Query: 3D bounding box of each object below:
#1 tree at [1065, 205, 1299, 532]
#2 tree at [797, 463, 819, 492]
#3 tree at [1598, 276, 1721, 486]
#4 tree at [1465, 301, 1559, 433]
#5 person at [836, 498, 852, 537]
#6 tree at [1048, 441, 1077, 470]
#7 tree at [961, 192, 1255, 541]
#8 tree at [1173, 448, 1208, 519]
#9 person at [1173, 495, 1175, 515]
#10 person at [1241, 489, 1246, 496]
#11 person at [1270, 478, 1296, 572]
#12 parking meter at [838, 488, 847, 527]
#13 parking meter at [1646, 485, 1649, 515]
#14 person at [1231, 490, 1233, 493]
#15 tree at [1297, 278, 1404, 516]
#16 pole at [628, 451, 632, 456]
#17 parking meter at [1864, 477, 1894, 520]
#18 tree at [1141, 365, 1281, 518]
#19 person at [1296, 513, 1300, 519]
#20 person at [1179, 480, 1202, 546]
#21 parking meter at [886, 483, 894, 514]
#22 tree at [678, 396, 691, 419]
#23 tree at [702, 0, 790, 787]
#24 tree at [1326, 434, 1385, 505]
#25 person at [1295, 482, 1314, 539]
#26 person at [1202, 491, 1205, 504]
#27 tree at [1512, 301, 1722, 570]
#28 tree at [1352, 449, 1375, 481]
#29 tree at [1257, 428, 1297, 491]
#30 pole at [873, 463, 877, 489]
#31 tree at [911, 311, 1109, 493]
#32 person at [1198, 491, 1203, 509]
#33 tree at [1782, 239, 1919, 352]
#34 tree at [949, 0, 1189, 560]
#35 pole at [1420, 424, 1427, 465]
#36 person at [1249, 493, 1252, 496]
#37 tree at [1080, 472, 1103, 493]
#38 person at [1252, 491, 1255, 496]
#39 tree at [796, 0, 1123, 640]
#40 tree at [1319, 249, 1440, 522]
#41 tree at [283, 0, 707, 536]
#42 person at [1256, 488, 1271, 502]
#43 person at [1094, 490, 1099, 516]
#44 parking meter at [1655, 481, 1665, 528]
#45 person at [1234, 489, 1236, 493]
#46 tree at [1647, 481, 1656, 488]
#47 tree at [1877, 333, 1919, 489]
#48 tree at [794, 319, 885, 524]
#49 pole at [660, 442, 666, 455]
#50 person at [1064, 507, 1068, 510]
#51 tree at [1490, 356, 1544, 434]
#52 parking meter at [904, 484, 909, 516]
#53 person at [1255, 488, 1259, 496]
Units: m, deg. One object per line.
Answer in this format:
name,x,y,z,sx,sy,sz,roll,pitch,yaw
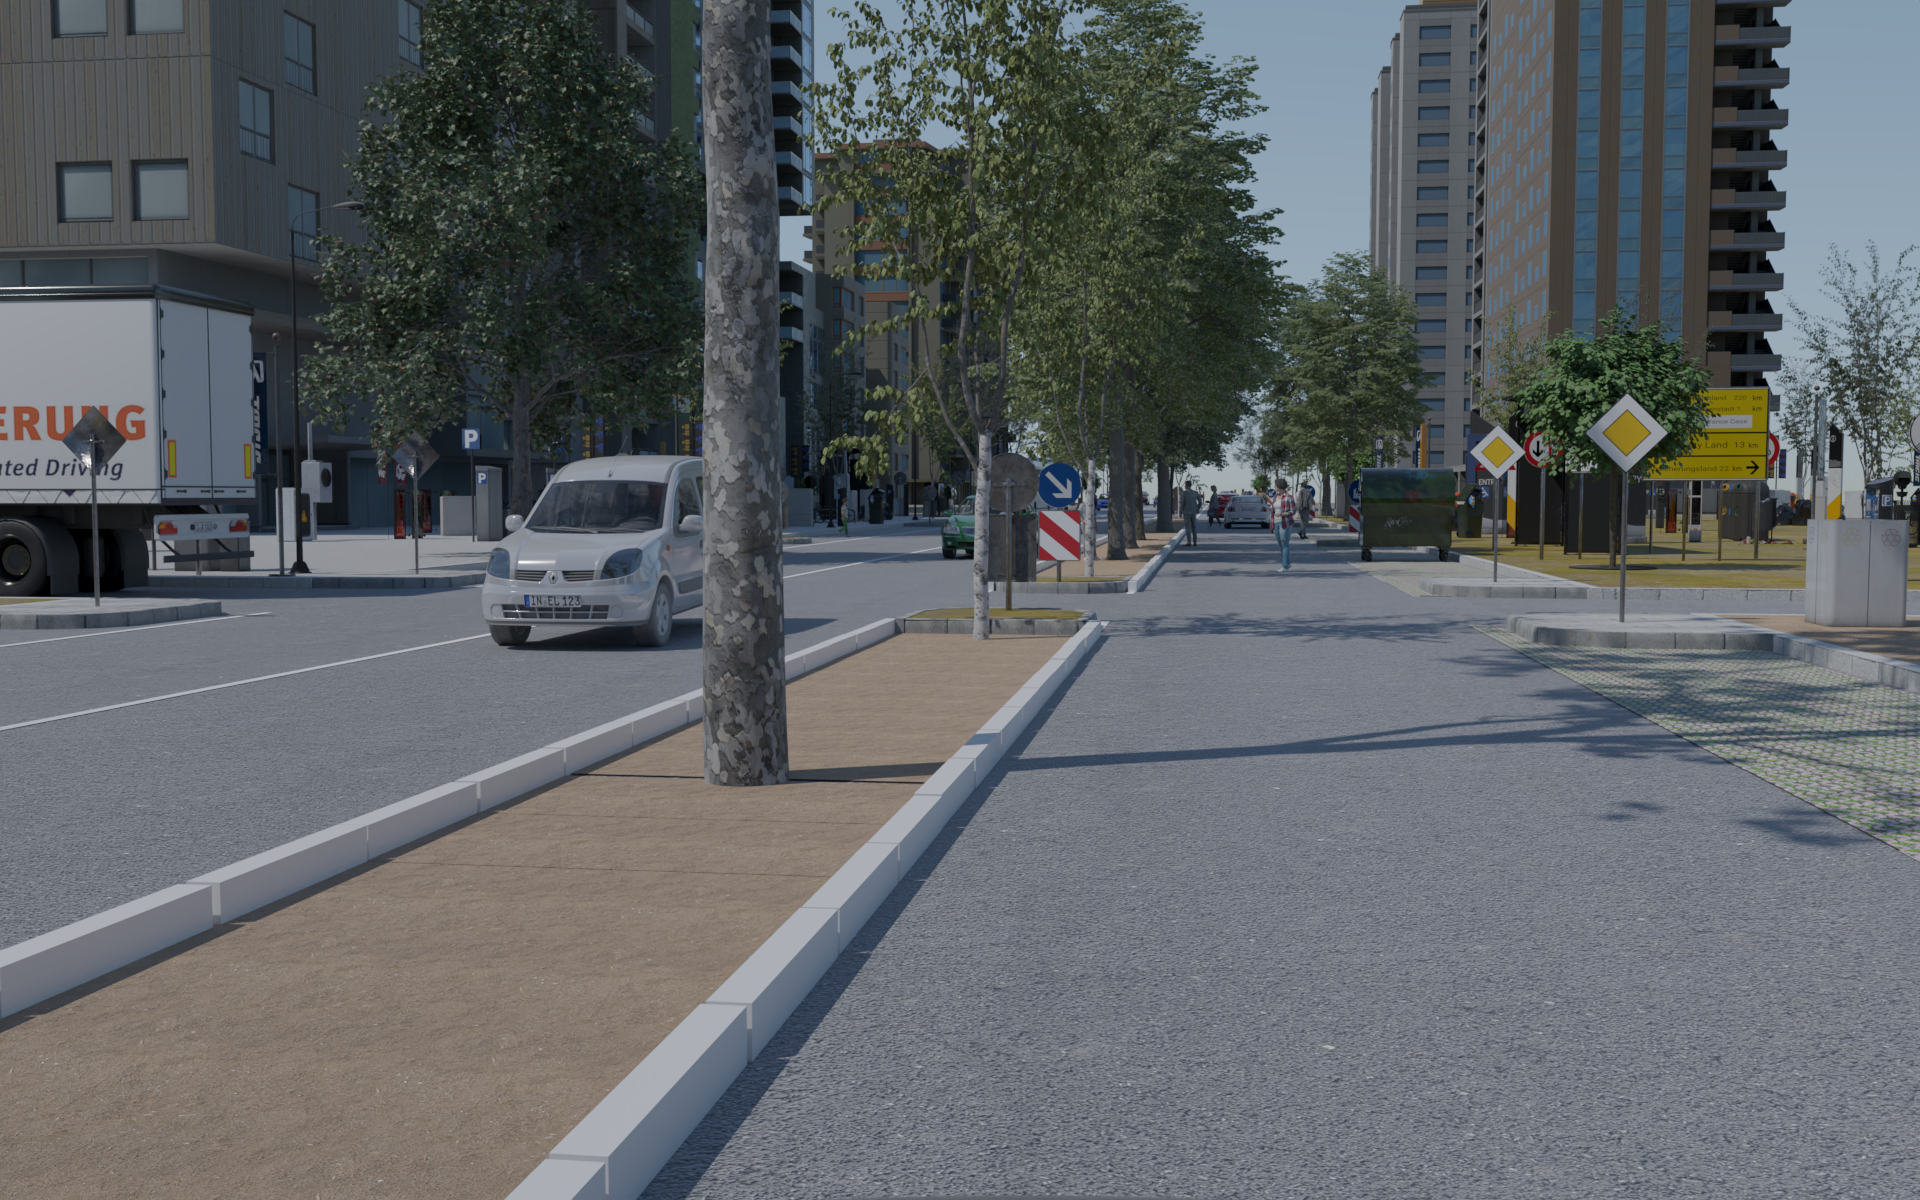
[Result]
tree,7.675,-9.499,64.428,9.857,13.997,8.962,0,3,0
tree,-8.288,-6.031,93.203,1.663,3.219,1.824,0,3,0
tree,23.618,-6.673,59.463,4.360,8.622,3.978,0,3,0
tree,21.216,-7.029,65.292,4.737,8.622,4.395,0,3,0
person,-3.862,-2.738,57.511,0.590,1.304,0.306,-2,4,-33
tree,10.558,-13.918,177.914,4.360,8.622,3.978,0,3,0
tree,5.434,-7.640,53.130,9.928,11.665,9.643,0,3,0
tree,12.542,-8.926,98.760,4.360,8.622,3.978,0,3,0
person,14.248,-6.598,116.470,1.348,1.812,0.705,0,4,4
person,20.282,-7.080,124.353,0.705,1.812,1.348,-1,4,-13
person,5.951,-1.374,31.796,0.643,1.720,0.563,-2,4,-30
parking meter,-4.656,-3.676,68.506,0.372,1.533,0.369,0,3,0
parking meter,38.316,-5.551,96.475,0.399,1.863,0.255,2,4,31
person,21.603,-7.872,137.999,1.217,1.735,0.721,2,4,34
tree,21.609,-11.923,101.595,9.857,13.997,8.962,0,3,0
pole,-15.707,-5.417,82.412,0.158,3.312,0.155,0,3,0
parking meter,13.483,-1.041,25.432,0.372,1.533,0.369,0,3,0
tree,8.853,-8.342,73.265,8.767,10.594,7.601,1,4,8
person,19.366,-5.258,98.741,0.394,1.301,0.425,3,5,42
person,6.319,-2.383,47.569,0.635,1.810,0.391,-2,4,-29
parking meter,-3.836,-5.477,95.266,0.399,1.863,0.255,0,4,8
tree,-7.381,-6.472,56.186,4.737,8.622,4.395,0,3,0
tree,0.011,-9.092,6.993,12.611,20.169,13.585,0,3,0
tree,20.133,-6.360,87.707,4.285,4.588,4.351,0,3,0
person,10.985,-2.852,55.235,0.679,1.850,0.850,3,4,36
person,35.503,-14.936,252.795,0.705,1.812,1.348,0,4,-3
tree,11.252,-2.818,29.786,4.285,4.588,4.351,0,3,0
tree,17.091,-4.822,73.435,1.663,3.219,1.824,0,3,0
tree,31.382,-13.450,170.266,4.360,8.622,3.978,0,3,0
pole,-4.877,-6.451,99.320,0.158,3.312,0.155,0,3,0
tree,1.570,-12.455,114.004,12.009,13.543,11.850,0,3,0
person,22.832,-9.497,164.695,0.541,1.710,0.530,1,4,22
tree,25.739,-6.057,49.400,4.360,8.622,3.978,0,3,0
tree,3.439,-7.111,36.857,7.486,12.596,7.792,0,3,0
pole,13.548,-3.476,50.676,0.158,3.312,0.155,0,3,0
person,15.396,-4.935,91.787,0.523,1.515,0.503,2,4,35
tree,16.151,-14.228,216.343,4.285,4.588,4.351,0,3,0
person,36.347,-12.623,214.752,0.709,1.838,0.599,2,4,24
tree,0.205,-3.922,16.948,4.737,8.622,4.395,0,3,0
tree,18.565,-9.945,80.728,7.486,12.596,7.792,0,3,0
tree,-9.249,-7.317,36.643,9.611,12.733,9.660,0,3,0
person,17.872,-5.763,102.742,1.348,1.823,0.705,2,4,35
person,9.115,-6.521,115.796,0.721,1.739,1.217,0,4,-6
parking meter,26.210,-3.615,64.816,0.255,1.863,0.399,1,4,12
person,18.199,-6.455,114.593,0.990,1.755,0.434,2,4,24
tree,31.753,-8.041,81.828,4.737,8.622,4.395,0,3,0
tree,42.290,-7.670,75.762,4.737,8.622,4.395,0,3,0
tree,-5.168,-7.522,73.341,4.360,8.622,3.978,0,3,0
pole,-11.545,-4.501,67.434,0.158,3.312,0.155,0,3,0
person,6.867,-6.140,112.151,1.065,1.426,0.557,-2,4,-30
tree,29.891,-8.616,91.240,4.360,8.622,3.978,0,3,0
parking meter,-3.118,-5.788,100.340,0.255,1.863,0.399,-1,4,-8
person,19.720,-6.487,114.653,0.705,1.812,1.348,0,4,2
